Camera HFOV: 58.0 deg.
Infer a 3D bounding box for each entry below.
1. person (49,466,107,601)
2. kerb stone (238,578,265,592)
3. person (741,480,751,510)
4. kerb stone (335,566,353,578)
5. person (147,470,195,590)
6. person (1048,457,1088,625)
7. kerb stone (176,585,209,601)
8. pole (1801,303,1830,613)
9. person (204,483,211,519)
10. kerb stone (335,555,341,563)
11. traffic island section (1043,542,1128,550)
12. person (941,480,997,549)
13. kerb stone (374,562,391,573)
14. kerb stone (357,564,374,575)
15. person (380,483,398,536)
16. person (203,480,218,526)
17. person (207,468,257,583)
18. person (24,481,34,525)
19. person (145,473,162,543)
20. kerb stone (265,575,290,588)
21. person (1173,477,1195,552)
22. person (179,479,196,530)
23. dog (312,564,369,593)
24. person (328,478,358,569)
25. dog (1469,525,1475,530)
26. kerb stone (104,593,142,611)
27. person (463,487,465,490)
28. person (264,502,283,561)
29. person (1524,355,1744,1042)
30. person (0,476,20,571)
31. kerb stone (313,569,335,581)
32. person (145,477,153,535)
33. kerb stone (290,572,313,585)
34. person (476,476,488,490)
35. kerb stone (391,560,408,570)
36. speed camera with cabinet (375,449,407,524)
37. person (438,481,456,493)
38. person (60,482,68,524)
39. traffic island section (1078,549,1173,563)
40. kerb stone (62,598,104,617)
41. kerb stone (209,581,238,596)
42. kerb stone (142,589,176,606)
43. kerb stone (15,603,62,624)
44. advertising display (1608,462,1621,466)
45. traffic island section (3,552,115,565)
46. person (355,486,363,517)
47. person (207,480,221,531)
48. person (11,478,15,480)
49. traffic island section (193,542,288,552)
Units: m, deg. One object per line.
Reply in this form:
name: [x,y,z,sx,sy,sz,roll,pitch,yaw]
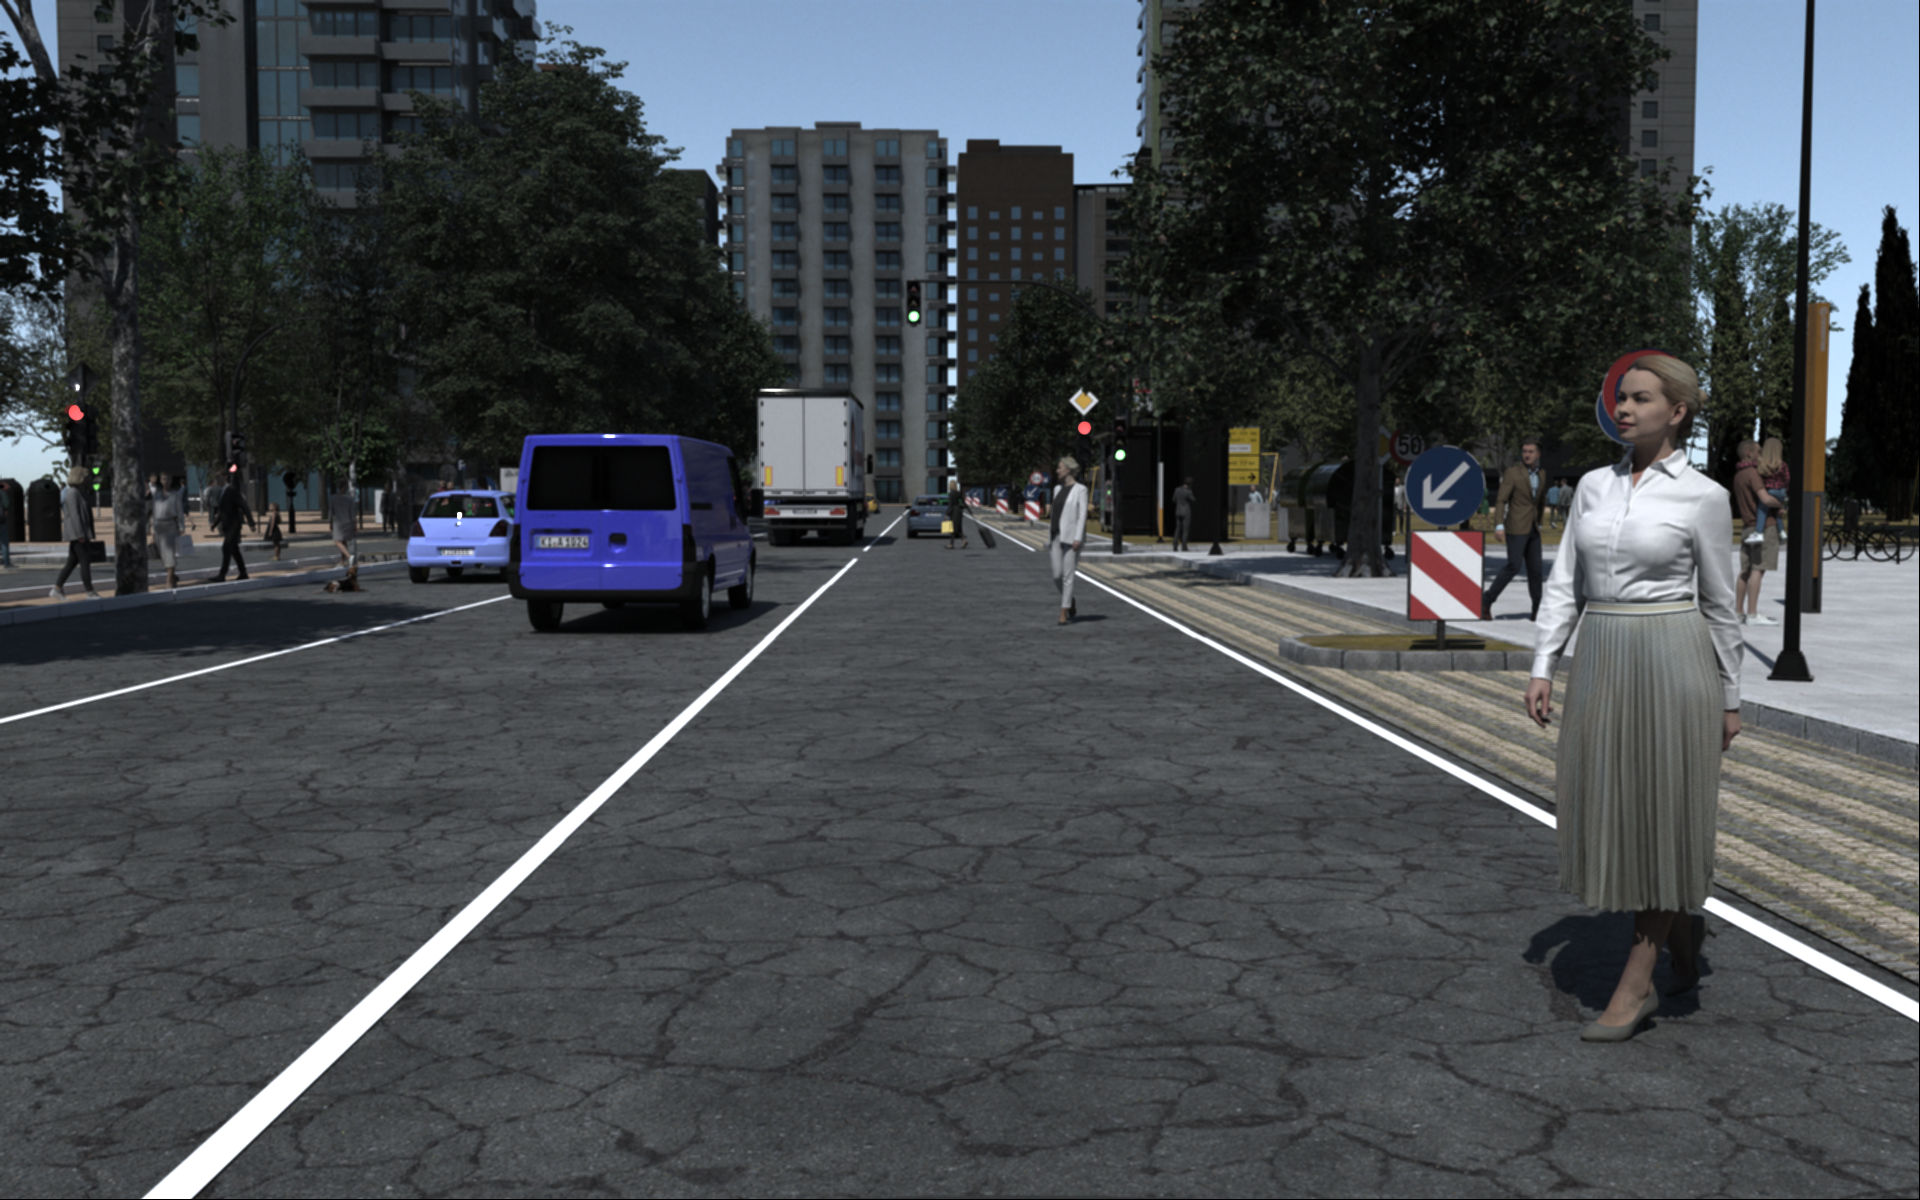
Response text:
person: [-11.750,-0.881,23.080,0.728,1.800,0.709,-1,4,-15]
kerb stone: [-10.613,-0.215,25.725,0.120,0.150,1.000,0,4,-1]
person: [-6.520,-2.719,52.768,0.447,1.846,0.655,0,4,-2]
kerb stone: [-10.697,-0.466,29.817,0.120,0.150,1.000,0,4,-1]
person: [-11.737,-1.034,25.766,0.694,1.780,0.624,1,4,17]
person: [1.213,-0.662,19.208,0.514,1.842,0.818,2,4,24]
kerb stone: [-10.566,-0.090,23.669,0.120,0.150,1.000,0,4,-1]
pole: [9.169,-1.513,18.588,0.158,3.312,0.155,0,3,0]
person: [-38.395,-5.053,88.756,0.679,1.850,0.850,-1,4,-12]
kerb stone: [-12.915,-0.842,35.978,0.120,0.150,1.000,0,4,-1]
traffic island section: [3.218,-1.389,44.984,2.009,0.180,2.903,0,4,-1]
person: [0.223,-2.242,45.377,1.509,1.804,0.699,-1,4,-16]
kerb stone: [-10.732,-0.592,31.874,0.120,0.150,1.000,0,4,-1]
kerb stone: [-10.710,-0.529,30.841,0.120,0.150,1.000,0,4,-1]
person: [-19.205,-3.043,58.435,0.709,1.800,0.728,0,4,2]
person: [-29.786,-3.853,68.882,0.795,1.843,0.661,2,4,31]
person: [-11.827,-1.201,27.918,0.659,1.850,0.755,3,5,42]
person: [-38.385,-4.007,71.663,0.635,1.810,0.391,-2,4,-32]
person: [-21.140,-2.402,45.284,0.822,1.834,0.622,3,4,39]
kerb stone: [-10.632,-0.278,26.748,0.120,0.150,1.000,0,4,-1]
person: [5.477,-2.078,42.281,0.447,1.846,0.655,-3,5,-39]
person: [-27.231,-3.352,60.864,0.654,1.822,0.581,1,4,13]
dog: [-9.054,-0.312,25.298,0.748,0.427,0.550,0,4,-8]
person: [-11.547,-1.423,32.510,0.760,1.731,0.466,3,4,36]
dog: [14.659,-1.919,49.104,0.748,0.427,0.550,-1,4,-8]
kerb stone: [-10.524,0.038,21.614,0.120,0.150,1.000,0,4,-1]
person: [-34.146,-6.913,119.413,0.721,1.781,0.623,3,5,41]
person: [-14.764,-1.472,37.230,0.373,1.253,0.362,0,4,-7]
person: [1.872,0.247,4.690,0.641,1.798,0.478,-2,4,-32]
person: [-17.732,-1.424,31.774,0.794,1.824,0.713,2,4,24]
kerb stone: [-10.667,-0.403,28.795,0.120,0.150,1.000,0,4,-1]
person: [-25.193,-2.908,53.763,0.466,1.800,0.511,1,4,13]
kerb stone: [-10.647,-0.339,27.769,0.120,0.150,1.000,0,4,-1]
person: [-10.245,-1.741,36.973,0.388,1.821,0.555,-2,4,-31]
kerb stone: [-10.752,-0.654,32.895,0.120,0.150,1.000,0,4,-1]
speed camera with cabinet: [-24.580,-4.946,75.207,0.660,3.252,2.038,1,4,16]
person: [-15.000,-2.579,50.646,0.580,1.828,0.573,-1,4,-19]
person: [-37.834,-4.096,73.276,0.793,1.790,0.793,1,4,12]
traffic island section: [3.376,-0.900,37.000,2.009,0.180,2.903,0,4,-1]
kerb stone: [-10.505,0.099,20.583,0.120,0.150,1.000,0,4,-1]
kerb stone: [-10.591,-0.152,24.700,0.120,0.150,1.000,0,4,-1]
kerb stone: [-10.553,-0.027,22.636,0.120,0.150,1.000,0,4,-1]
kerb stone: [-10.487,0.161,19.560,0.120,0.150,1.000,0,4,-1]
advertising display: [13.341,-1.789,34.461,0.974,1.923,0.123,-1,4,-12]
traffic island section: [-18.461,-0.874,36.577,2.009,0.180,2.903,0,4,-1]
person: [-34.261,-5.652,98.478,0.660,1.820,0.620,2,4,27]
person: [-25.698,-3.284,59.907,0.661,1.801,0.590,-1,4,-22]
person: [-33.161,-3.337,60.470,0.748,1.841,0.638,0,4,-4]
traffic island section: [-18.619,-1.363,44.560,2.009,0.180,2.903,0,4,-1]
